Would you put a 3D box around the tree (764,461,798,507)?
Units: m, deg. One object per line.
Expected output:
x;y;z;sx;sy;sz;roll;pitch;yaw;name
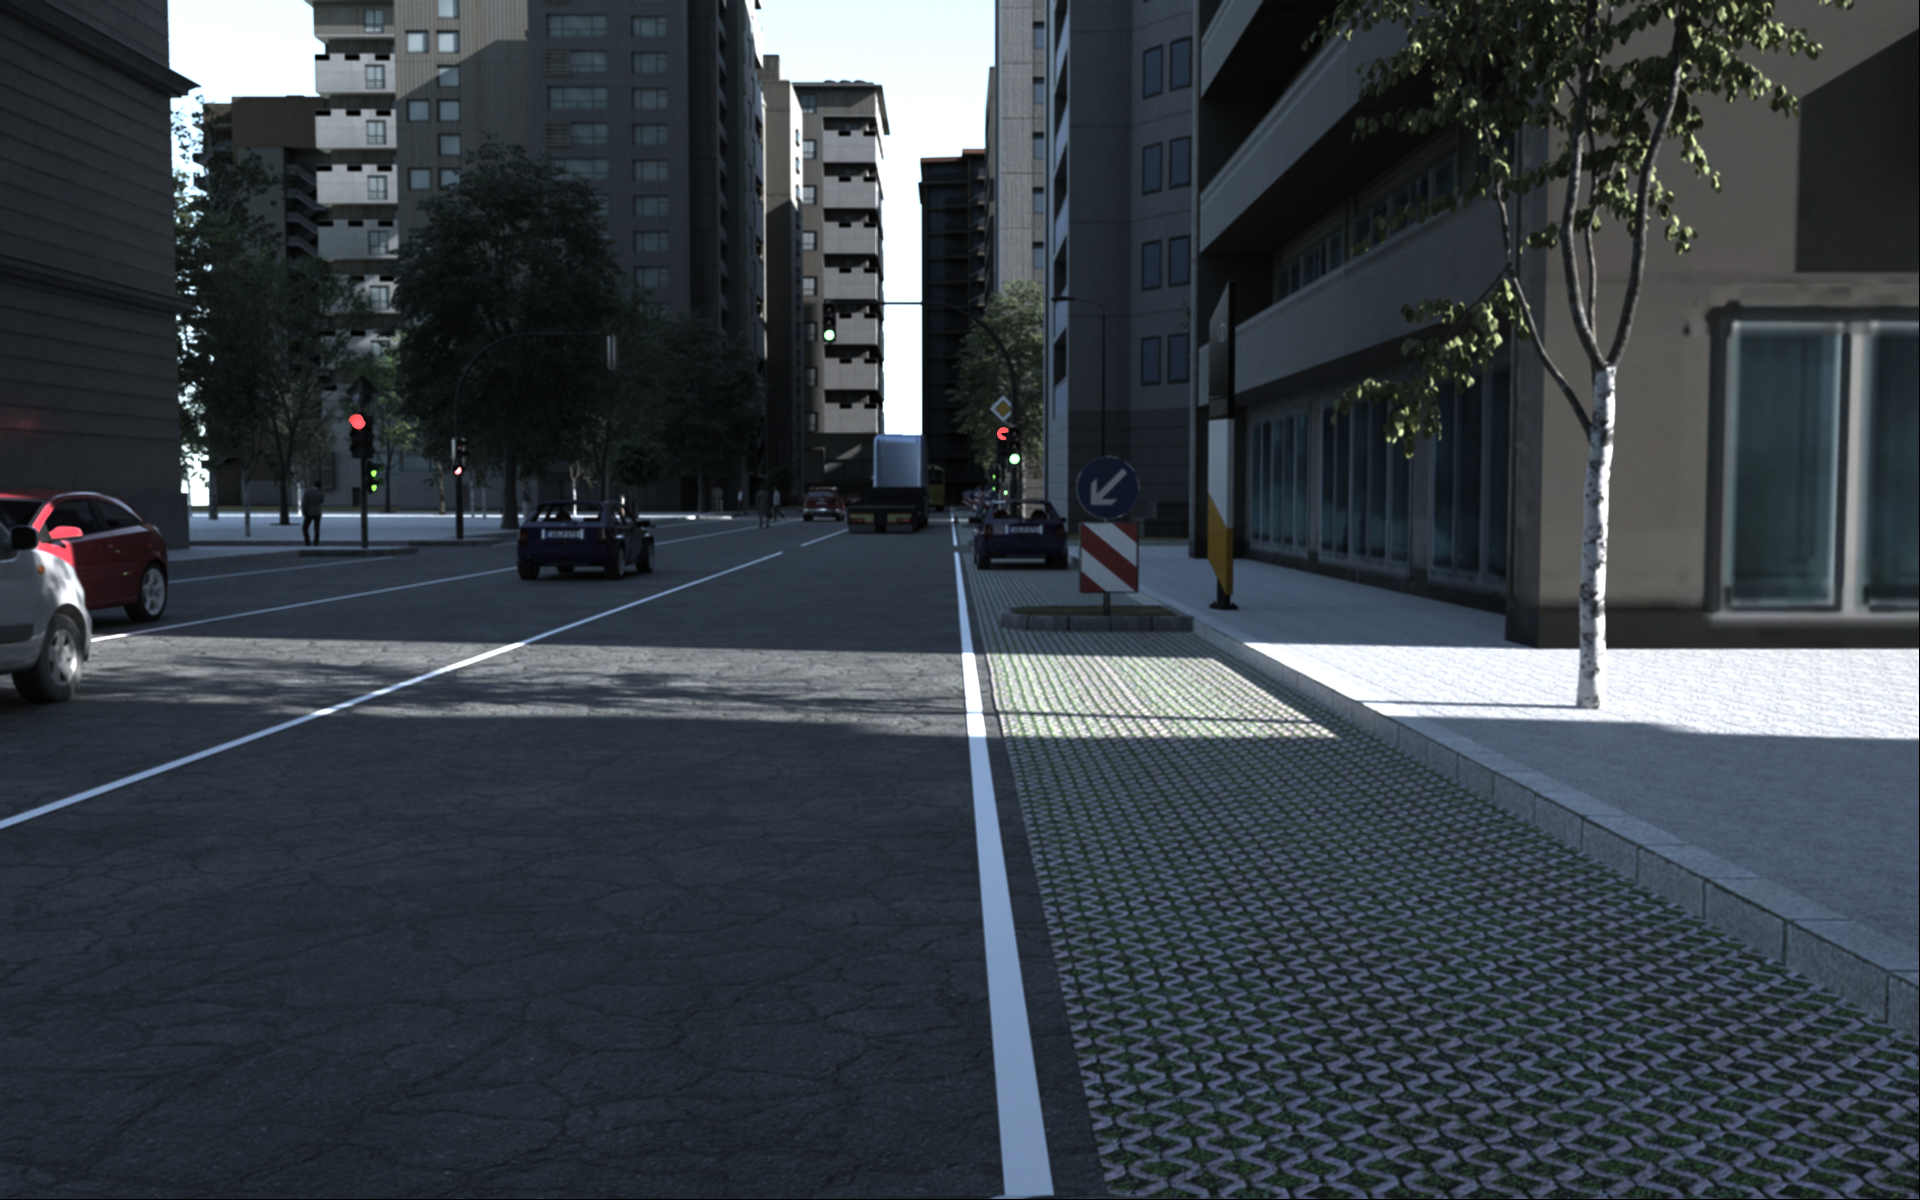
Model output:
-17.876;-11.564;172.778;4.285;4.588;4.351;0;3;0;tree

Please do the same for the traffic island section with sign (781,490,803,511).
-14.482;-8.699;150.861;1.989;1.847;2.006;0;4;0;traffic island section with sign

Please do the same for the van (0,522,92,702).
-6.980;-0.222;10.646;2.013;2.044;4.112;0;4;-1;van

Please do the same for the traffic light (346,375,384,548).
-14.110;-3.184;40.983;0.839;4.253;0.868;0;4;0;traffic light

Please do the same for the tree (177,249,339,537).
-21.483;-6.203;51.773;4.360;8.622;3.978;0;3;0;tree

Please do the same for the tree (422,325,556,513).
-30.439;-12.137;115.451;9.611;12.733;9.660;0;3;0;tree

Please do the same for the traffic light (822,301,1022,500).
-0.840;-4.053;40.937;4.771;5.953;1.251;0;4;0;traffic light

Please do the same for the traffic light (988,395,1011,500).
1.203;-3.679;49.076;0.839;4.253;0.868;0;4;0;traffic light

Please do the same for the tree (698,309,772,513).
-17.579;-12.900;117.568;9.857;13.997;8.962;0;3;0;tree

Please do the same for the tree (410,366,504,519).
-24.104;-8.106;82.894;4.360;8.622;3.978;0;3;0;tree

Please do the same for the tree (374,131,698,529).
-16.365;-9.554;62.857;9.857;13.997;8.962;0;3;0;tree

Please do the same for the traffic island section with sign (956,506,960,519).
0.933;-5.634;100.743;1.989;1.847;2.006;0;4;0;traffic island section with sign

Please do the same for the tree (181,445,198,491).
-55.520;-8.909;108.564;11.467;7.101;20.602;-1;4;-11;tree

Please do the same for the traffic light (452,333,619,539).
-12.067;-4.547;49.015;4.771;5.953;1.251;0;4;0;traffic light

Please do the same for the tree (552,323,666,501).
-21.526;-11.461;105.517;7.486;12.596;7.792;0;3;0;tree

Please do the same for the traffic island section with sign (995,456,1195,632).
1.434;-0.625;18.851;1.989;1.847;2.006;0;4;0;traffic island section with sign

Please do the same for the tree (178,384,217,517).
-43.919;-9.053;98.371;4.737;8.622;4.395;0;3;0;tree

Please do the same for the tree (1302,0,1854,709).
3.854;-3.670;10.367;4.737;8.622;4.395;0;3;0;tree

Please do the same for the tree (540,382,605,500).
-21.681;-8.959;96.837;4.360;8.622;3.978;0;3;0;tree

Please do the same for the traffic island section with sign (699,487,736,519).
-14.189;-5.674;101.399;1.989;1.847;2.006;0;4;0;traffic island section with sign

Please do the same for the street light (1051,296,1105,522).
2.828;-4.171;40.738;1.470;5.913;1.316;0;4;0;street light

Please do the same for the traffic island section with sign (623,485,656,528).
-14.024;-3.980;73.707;1.989;1.847;2.006;0;4;0;traffic island section with sign

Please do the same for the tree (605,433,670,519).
-16.676;-6.413;88.559;4.285;4.588;4.351;0;3;0;tree

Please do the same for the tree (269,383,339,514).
-42.214;-9.854;111.481;4.737;8.622;4.395;0;3;0;tree

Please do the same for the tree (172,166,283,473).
-27.865;-8.684;60.104;7.486;12.596;7.792;0;3;0;tree

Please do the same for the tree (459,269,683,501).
-16.755;-9.458;80.389;9.928;11.665;9.643;0;3;0;tree

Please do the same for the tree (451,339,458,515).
-31.480;-10.955;104.876;9.928;11.665;9.643;0;3;0;tree

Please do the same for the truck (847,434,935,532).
-2.773;-5.044;72.224;2.967;4.110;18.799;0;4;1;truck

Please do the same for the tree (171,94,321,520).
-37.612;-13.986;84.566;12.611;20.169;13.585;0;3;0;tree

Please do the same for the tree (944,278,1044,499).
2.895;-10.626;91.858;7.486;12.596;7.792;0;3;0;tree

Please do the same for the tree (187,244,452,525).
-27.913;-8.913;71.479;9.928;11.665;9.643;0;3;0;tree

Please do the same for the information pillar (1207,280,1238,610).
2.916;-1.709;19.299;0.183;3.616;0.504;-1;4;-18;information pillar

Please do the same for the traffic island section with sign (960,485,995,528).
1.105;-3.985;73.788;1.989;1.847;2.006;0;4;0;traffic island section with sign
